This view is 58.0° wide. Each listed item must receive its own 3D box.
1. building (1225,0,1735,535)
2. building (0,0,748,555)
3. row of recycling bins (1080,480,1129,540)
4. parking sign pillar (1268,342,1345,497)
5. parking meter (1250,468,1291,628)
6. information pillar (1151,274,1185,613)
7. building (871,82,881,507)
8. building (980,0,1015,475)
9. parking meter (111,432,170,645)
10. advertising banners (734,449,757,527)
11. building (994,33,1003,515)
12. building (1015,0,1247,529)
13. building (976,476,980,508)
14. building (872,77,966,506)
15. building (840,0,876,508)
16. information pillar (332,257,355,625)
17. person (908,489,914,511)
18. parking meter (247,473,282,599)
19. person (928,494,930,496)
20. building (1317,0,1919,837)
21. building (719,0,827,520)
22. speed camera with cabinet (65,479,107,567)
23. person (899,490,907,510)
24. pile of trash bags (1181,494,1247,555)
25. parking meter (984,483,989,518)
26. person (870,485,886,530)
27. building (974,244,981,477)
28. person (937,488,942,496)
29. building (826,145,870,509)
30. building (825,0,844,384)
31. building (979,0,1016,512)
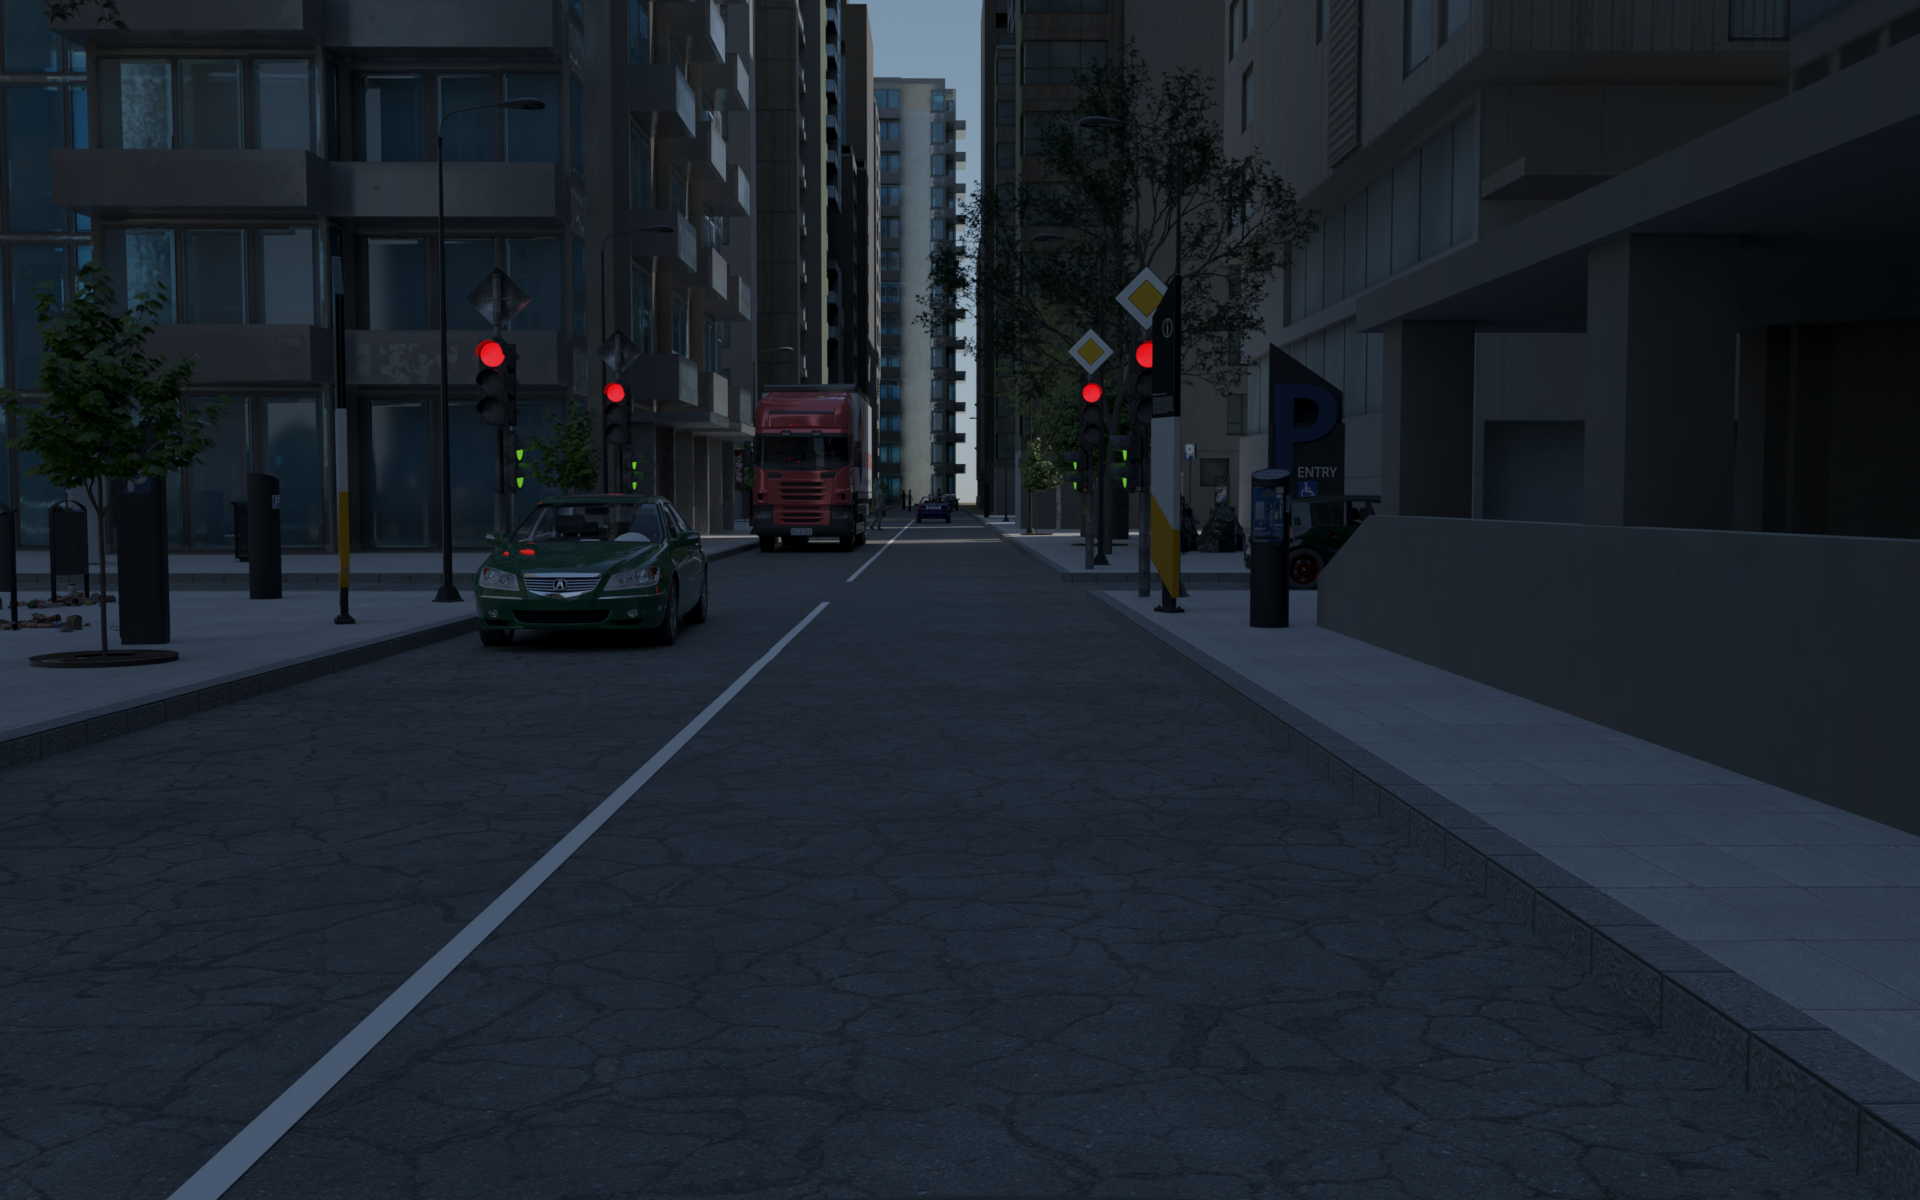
[{"bbox_3d":[21.514,-27.649,41.298,27.495,52.752,28.713,0,4,-1],"label":"building"},{"bbox_3d":[-18.044,-26.254,48.856,23.786,49.044,30.456,0,4,-1],"label":"building"},{"bbox_3d":[4.226,-2.645,50.364,1.069,1.692,3.534,0,4,-6],"label":"row of recycling bins"},{"bbox_3d":[6.149,-2.586,30.760,1.447,3.967,1.447,0,4,2],"label":"parking sign pillar"},{"bbox_3d":[2.990,-0.507,16.698,0.372,1.533,0.369,0,3,0],"label":"parking meter"},{"bbox_3d":[2.236,-1.677,18.768,0.183,3.616,0.504,-2,4,-24],"label":"information pillar"},{"bbox_3d":[-14.961,-29.912,172.650,14.086,41.232,14.154,0,4,-1],"label":"building"},{"bbox_3d":[8.824,-30.486,148.563,14.600,45.320,14.200,0,4,-1],"label":"building"},{"bbox_3d":[-7.010,-0.557,14.811,0.399,1.863,0.255,-1,4,-11],"label":"parking meter"},{"bbox_3d":[-8.103,-4.415,68.378,2.074,3.025,0.090,-3,5,-44],"label":"advertising banners"},{"bbox_3d":[9.176,-20.852,112.625,14.160,30.474,14.107,0,4,-1],"label":"building"},{"bbox_3d":[9.165,-18.208,69.409,14.160,30.474,14.107,0,4,-1],"label":"building"},{"bbox_3d":[17.784,-29.132,168.191,32.217,40.220,23.993,0,4,-1],"label":"building"},{"bbox_3d":[-14.607,-35.436,198.992,30.456,49.044,23.786,0,4,-1],"label":"building"},{"bbox_3d":[-14.979,-31.001,156.978,14.600,45.320,14.200,0,4,-1],"label":"building"},{"bbox_3d":[-6.078,-1.569,17.011,0.183,3.616,0.504,-1,4,-22],"label":"information pillar"},{"bbox_3d":[-4.147,-8.305,144.269,0.705,1.826,1.348,1,4,14],"label":"person"},{"bbox_3d":[-8.519,-0.783,21.215,0.372,1.533,0.369,0,3,0],"label":"parking meter"},{"bbox_3d":[-2.824,-9.007,159.025,0.557,1.426,1.065,0,4,-2],"label":"person"},{"bbox_3d":[19.659,-19.390,8.903,32.217,40.220,23.993,0,4,-1],"label":"building"},{"bbox_3d":[-14.488,-24.948,91.492,14.154,41.232,14.086,0,4,-1],"label":"building"},{"bbox_3d":[-15.728,-2.251,31.139,0.660,3.252,2.038,-2,4,-30],"label":"speed camera with cabinet"},{"bbox_3d":[-5.193,-9.213,159.091,0.705,1.831,1.348,-2,4,-34],"label":"person"},{"bbox_3d":[5.112,-1.730,38.031,1.912,1.369,3.447,2,4,24],"label":"pile of trash bags"},{"bbox_3d":[1.428,-5.386,93.764,0.255,1.863,0.399,0,4,-6],"label":"parking meter"},{"bbox_3d":[-3.177,-3.679,68.780,0.853,1.813,0.709,-3,5,-39],"label":"person"},{"bbox_3d":[8.816,-25.935,195.740,14.107,30.474,14.160,0,4,-1],"label":"building"},{"bbox_3d":[-1.375,-6.282,111.304,0.705,1.812,1.348,-1,4,-8],"label":"person"},{"bbox_3d":[-14.824,-22.713,143.051,14.160,30.474,14.107,0,4,-1],"label":"building"},{"bbox_3d":[-18.065,-49.261,118.086,22.319,86.520,31.000,0,4,-1],"label":"building"},{"bbox_3d":[11.963,-42.288,129.653,20.563,71.187,20.611,0,4,-1],"label":"building"}]
